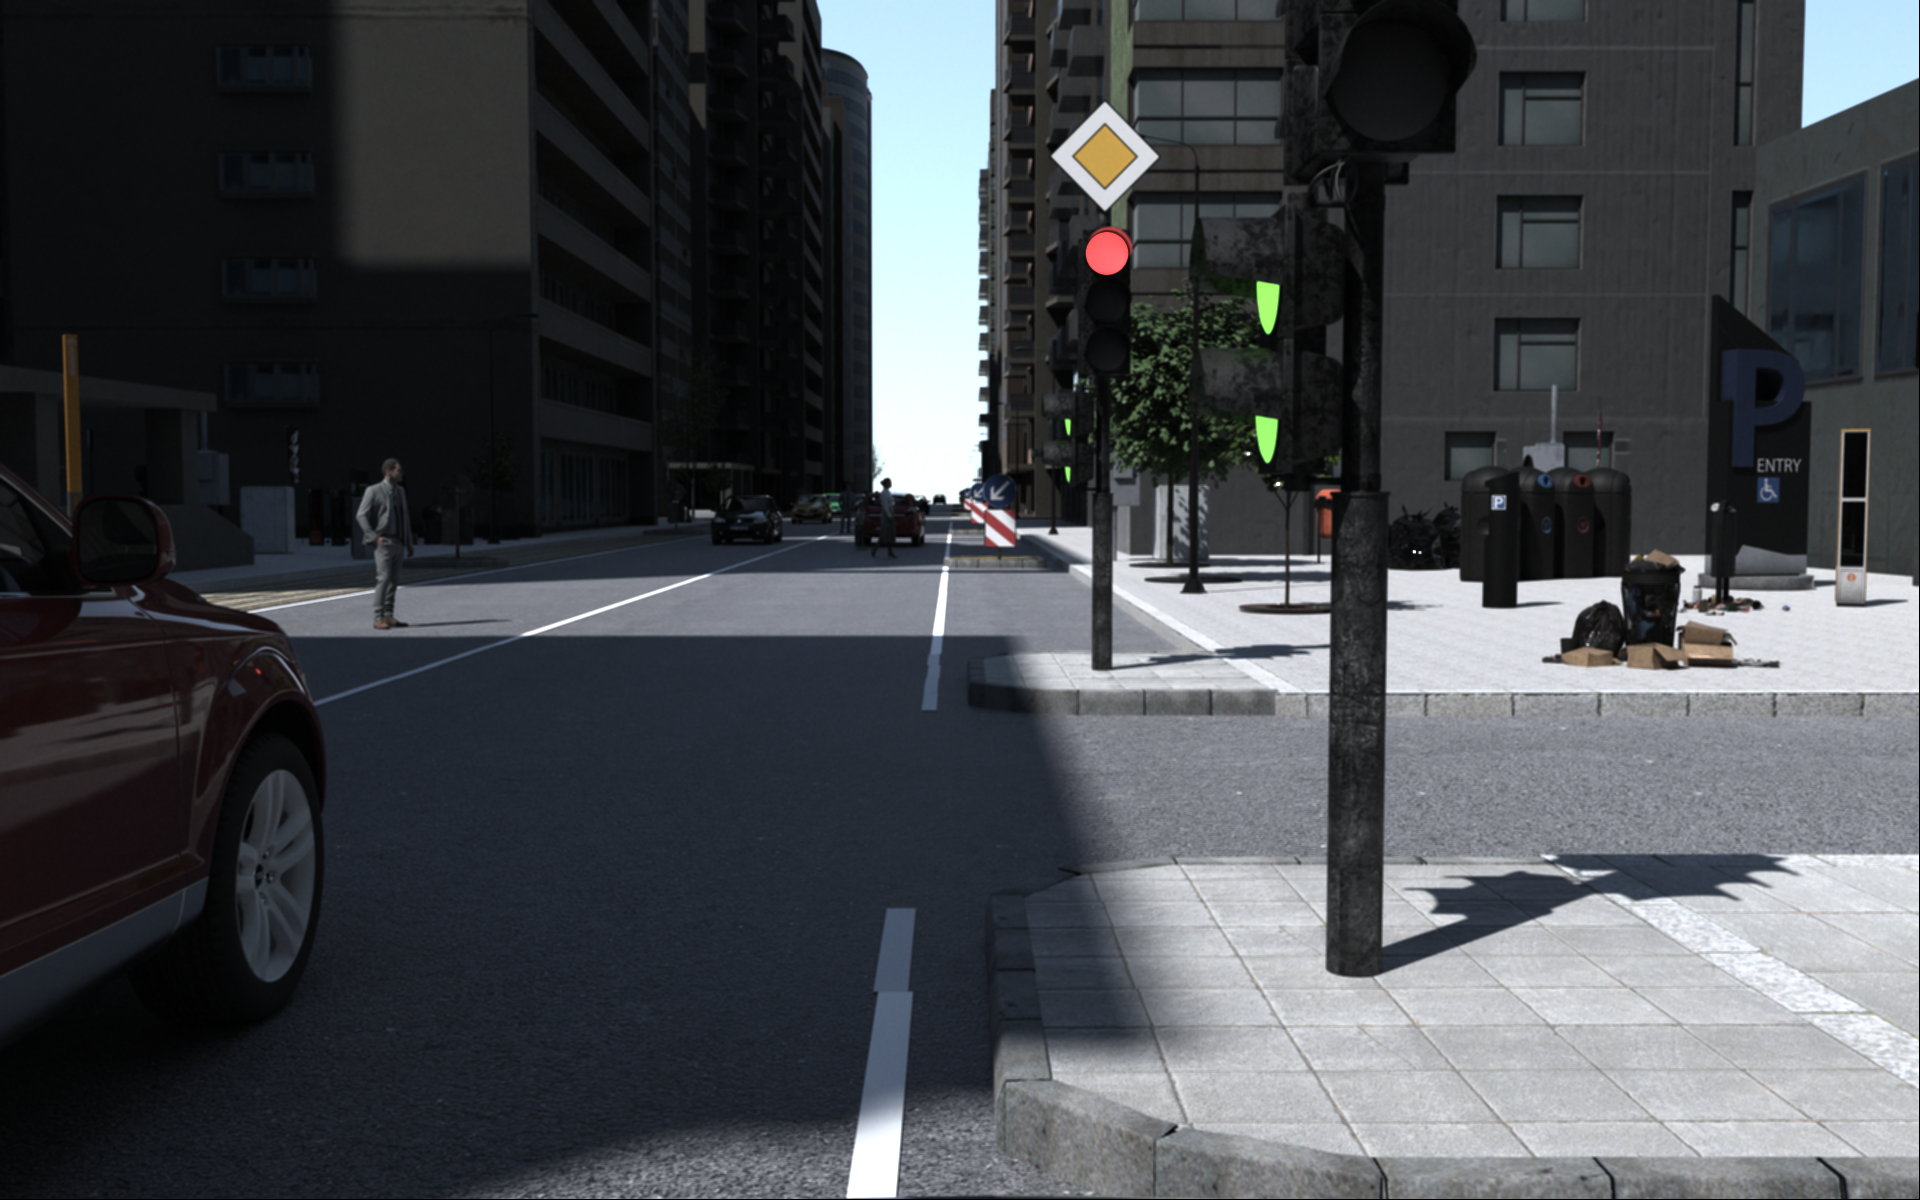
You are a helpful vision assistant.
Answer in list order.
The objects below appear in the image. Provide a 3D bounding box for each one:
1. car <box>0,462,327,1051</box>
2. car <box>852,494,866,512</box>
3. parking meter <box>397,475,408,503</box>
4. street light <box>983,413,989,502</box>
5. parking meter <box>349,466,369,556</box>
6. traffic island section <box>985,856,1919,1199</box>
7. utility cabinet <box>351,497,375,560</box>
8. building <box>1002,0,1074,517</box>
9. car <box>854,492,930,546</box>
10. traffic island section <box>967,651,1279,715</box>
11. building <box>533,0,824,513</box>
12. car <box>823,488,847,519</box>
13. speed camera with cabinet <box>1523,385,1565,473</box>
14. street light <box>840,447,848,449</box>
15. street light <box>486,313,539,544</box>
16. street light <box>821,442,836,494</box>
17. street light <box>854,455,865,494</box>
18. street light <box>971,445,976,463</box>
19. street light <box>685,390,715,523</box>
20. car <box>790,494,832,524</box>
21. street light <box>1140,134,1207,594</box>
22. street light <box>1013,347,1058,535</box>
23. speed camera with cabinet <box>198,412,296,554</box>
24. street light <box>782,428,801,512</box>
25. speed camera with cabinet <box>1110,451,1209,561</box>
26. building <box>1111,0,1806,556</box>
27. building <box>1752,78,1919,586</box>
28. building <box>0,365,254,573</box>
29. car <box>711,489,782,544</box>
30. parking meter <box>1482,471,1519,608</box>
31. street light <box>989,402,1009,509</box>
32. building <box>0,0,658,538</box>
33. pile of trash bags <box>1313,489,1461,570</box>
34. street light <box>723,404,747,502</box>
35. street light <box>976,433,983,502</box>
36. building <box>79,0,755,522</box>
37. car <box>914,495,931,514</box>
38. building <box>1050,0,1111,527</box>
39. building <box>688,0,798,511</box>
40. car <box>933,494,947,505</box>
[{"bbox_3d":[-2.833,0.343,3.073,2.281,1.827,5.304,0,4,-1],"label":"car"},{"bbox_3d":[-7.294,-6.747,122.117,2.131,1.459,4.920,0,4,-2],"label":"car"},{"bbox_3d":[-14.934,-2.475,46.177,0.399,1.863,0.255,-1,4,-18],"label":"parking meter"},{"bbox_3d":[2.213,-7.747,99.201,1.470,5.913,1.316,0,4,0],"label":"street light"},{"bbox_3d":[-12.396,-1.839,35.784,0.399,1.863,0.255,3,5,44],"label":"parking meter"},{"bbox_3d":[1.083,1.077,4.666,2.009,0.180,2.903,0,4,0],"label":"traffic island section"},{"bbox_3d":[-11.618,-1.419,34.368,0.306,1.237,1.020,1,4,17],"label":"utility cabinet"},{"bbox_3d":[13.812,-27.530,104.739,22.147,44.769,28.867,0,4,0],"label":"building"},{"bbox_3d":[-1.946,-2.434,48.829,2.155,1.783,4.494,0,4,1],"label":"car"},{"bbox_3d":[1.058,0.589,12.651,2.009,0.180,2.903,0,4,0],"label":"traffic island section"},{"bbox_3d":[-23.405,-32.234,150.725,21.300,48.544,21.600,0,4,0],"label":"building"},{"bbox_3d":[-7.514,-5.714,102.213,1.959,1.807,4.718,0,4,-2],"label":"car"},{"bbox_3d":[10.603,-2.317,32.225,0.660,3.252,2.038,0,4,-1],"label":"speed camera with cabinet"},{"bbox_3d":[-11.890,-12.228,172.469,1.470,5.913,1.316,0,4,0],"label":"street light"},{"bbox_3d":[-11.483,-4.400,44.482,1.470,5.913,1.316,0,4,0],"label":"street light"},{"bbox_3d":[-11.705,-11.054,153.274,1.470,5.913,1.316,0,4,0],"label":"street light"},{"bbox_3d":[-11.979,-14.227,205.144,1.470,5.913,1.316,0,4,0],"label":"street light"},{"bbox_3d":[1.999,-11.725,164.244,1.470,5.913,1.316,0,4,0],"label":"street light"},{"bbox_3d":[-11.585,-6.399,77.161,1.470,5.913,1.316,0,4,0],"label":"street light"},{"bbox_3d":[-7.254,-4.560,84.784,2.015,1.641,3.980,0,4,1],"label":"car"},{"bbox_3d":[2.490,-3.043,22.286,1.470,5.913,1.316,0,4,0],"label":"street light"},{"bbox_3d":[2.425,-5.031,54.801,1.470,5.913,1.316,0,4,0],"label":"street light"},{"bbox_3d":[-15.382,-2.615,37.092,2.038,3.252,0.660,0,4,-4],"label":"speed camera with cabinet"},{"bbox_3d":[-11.766,-9.087,121.112,1.470,5.913,1.316,0,4,0],"label":"street light"},{"bbox_3d":[3.741,-2.385,33.329,2.038,3.252,0.660,-1,4,-9],"label":"speed camera with cabinet"},{"bbox_3d":[10.555,-21.913,41.865,14.154,41.232,14.086,0,4,0],"label":"building"},{"bbox_3d":[28.830,-43.249,19.798,31.000,86.520,22.319,0,4,0],"label":"building"},{"bbox_3d":[-28.908,-20.269,23.272,32.217,40.220,23.993,0,4,0],"label":"building"},{"bbox_3d":[-6.195,-2.491,50.518,2.009,1.686,4.222,0,4,0],"label":"car"},{"bbox_3d":[6.109,-0.682,19.564,0.372,1.533,0.369,0,3,0],"label":"parking meter"},{"bbox_3d":[2.359,-7.043,87.688,1.470,5.913,1.316,0,4,0],"label":"street light"},{"bbox_3d":[-23.097,-26.657,59.544,21.300,48.544,21.600,0,4,0],"label":"building"},{"bbox_3d":[7.502,-1.287,30.790,1.912,1.369,3.447,-2,4,-29],"label":"pile of trash bags"},{"bbox_3d":[-11.601,-7.119,88.931,1.470,5.913,1.316,0,4,0],"label":"street light"},{"bbox_3d":[2.179,-9.761,132.137,1.470,5.913,1.316,0,4,0],"label":"street light"},{"bbox_3d":[-28.661,-24.924,99.396,32.217,40.220,23.993,0,4,0],"label":"building"},{"bbox_3d":[-3.066,-6.775,123.356,1.945,1.354,3.894,0,4,1],"label":"car"},{"bbox_3d":[15.261,-27.660,71.855,23.786,49.044,30.456,0,4,0],"label":"building"},{"bbox_3d":[-23.580,-28.809,125.653,22.147,44.769,28.867,0,4,0],"label":"building"},{"bbox_3d":[-2.811,-14.032,239.210,2.009,1.686,4.222,0,4,1],"label":"car"}]
